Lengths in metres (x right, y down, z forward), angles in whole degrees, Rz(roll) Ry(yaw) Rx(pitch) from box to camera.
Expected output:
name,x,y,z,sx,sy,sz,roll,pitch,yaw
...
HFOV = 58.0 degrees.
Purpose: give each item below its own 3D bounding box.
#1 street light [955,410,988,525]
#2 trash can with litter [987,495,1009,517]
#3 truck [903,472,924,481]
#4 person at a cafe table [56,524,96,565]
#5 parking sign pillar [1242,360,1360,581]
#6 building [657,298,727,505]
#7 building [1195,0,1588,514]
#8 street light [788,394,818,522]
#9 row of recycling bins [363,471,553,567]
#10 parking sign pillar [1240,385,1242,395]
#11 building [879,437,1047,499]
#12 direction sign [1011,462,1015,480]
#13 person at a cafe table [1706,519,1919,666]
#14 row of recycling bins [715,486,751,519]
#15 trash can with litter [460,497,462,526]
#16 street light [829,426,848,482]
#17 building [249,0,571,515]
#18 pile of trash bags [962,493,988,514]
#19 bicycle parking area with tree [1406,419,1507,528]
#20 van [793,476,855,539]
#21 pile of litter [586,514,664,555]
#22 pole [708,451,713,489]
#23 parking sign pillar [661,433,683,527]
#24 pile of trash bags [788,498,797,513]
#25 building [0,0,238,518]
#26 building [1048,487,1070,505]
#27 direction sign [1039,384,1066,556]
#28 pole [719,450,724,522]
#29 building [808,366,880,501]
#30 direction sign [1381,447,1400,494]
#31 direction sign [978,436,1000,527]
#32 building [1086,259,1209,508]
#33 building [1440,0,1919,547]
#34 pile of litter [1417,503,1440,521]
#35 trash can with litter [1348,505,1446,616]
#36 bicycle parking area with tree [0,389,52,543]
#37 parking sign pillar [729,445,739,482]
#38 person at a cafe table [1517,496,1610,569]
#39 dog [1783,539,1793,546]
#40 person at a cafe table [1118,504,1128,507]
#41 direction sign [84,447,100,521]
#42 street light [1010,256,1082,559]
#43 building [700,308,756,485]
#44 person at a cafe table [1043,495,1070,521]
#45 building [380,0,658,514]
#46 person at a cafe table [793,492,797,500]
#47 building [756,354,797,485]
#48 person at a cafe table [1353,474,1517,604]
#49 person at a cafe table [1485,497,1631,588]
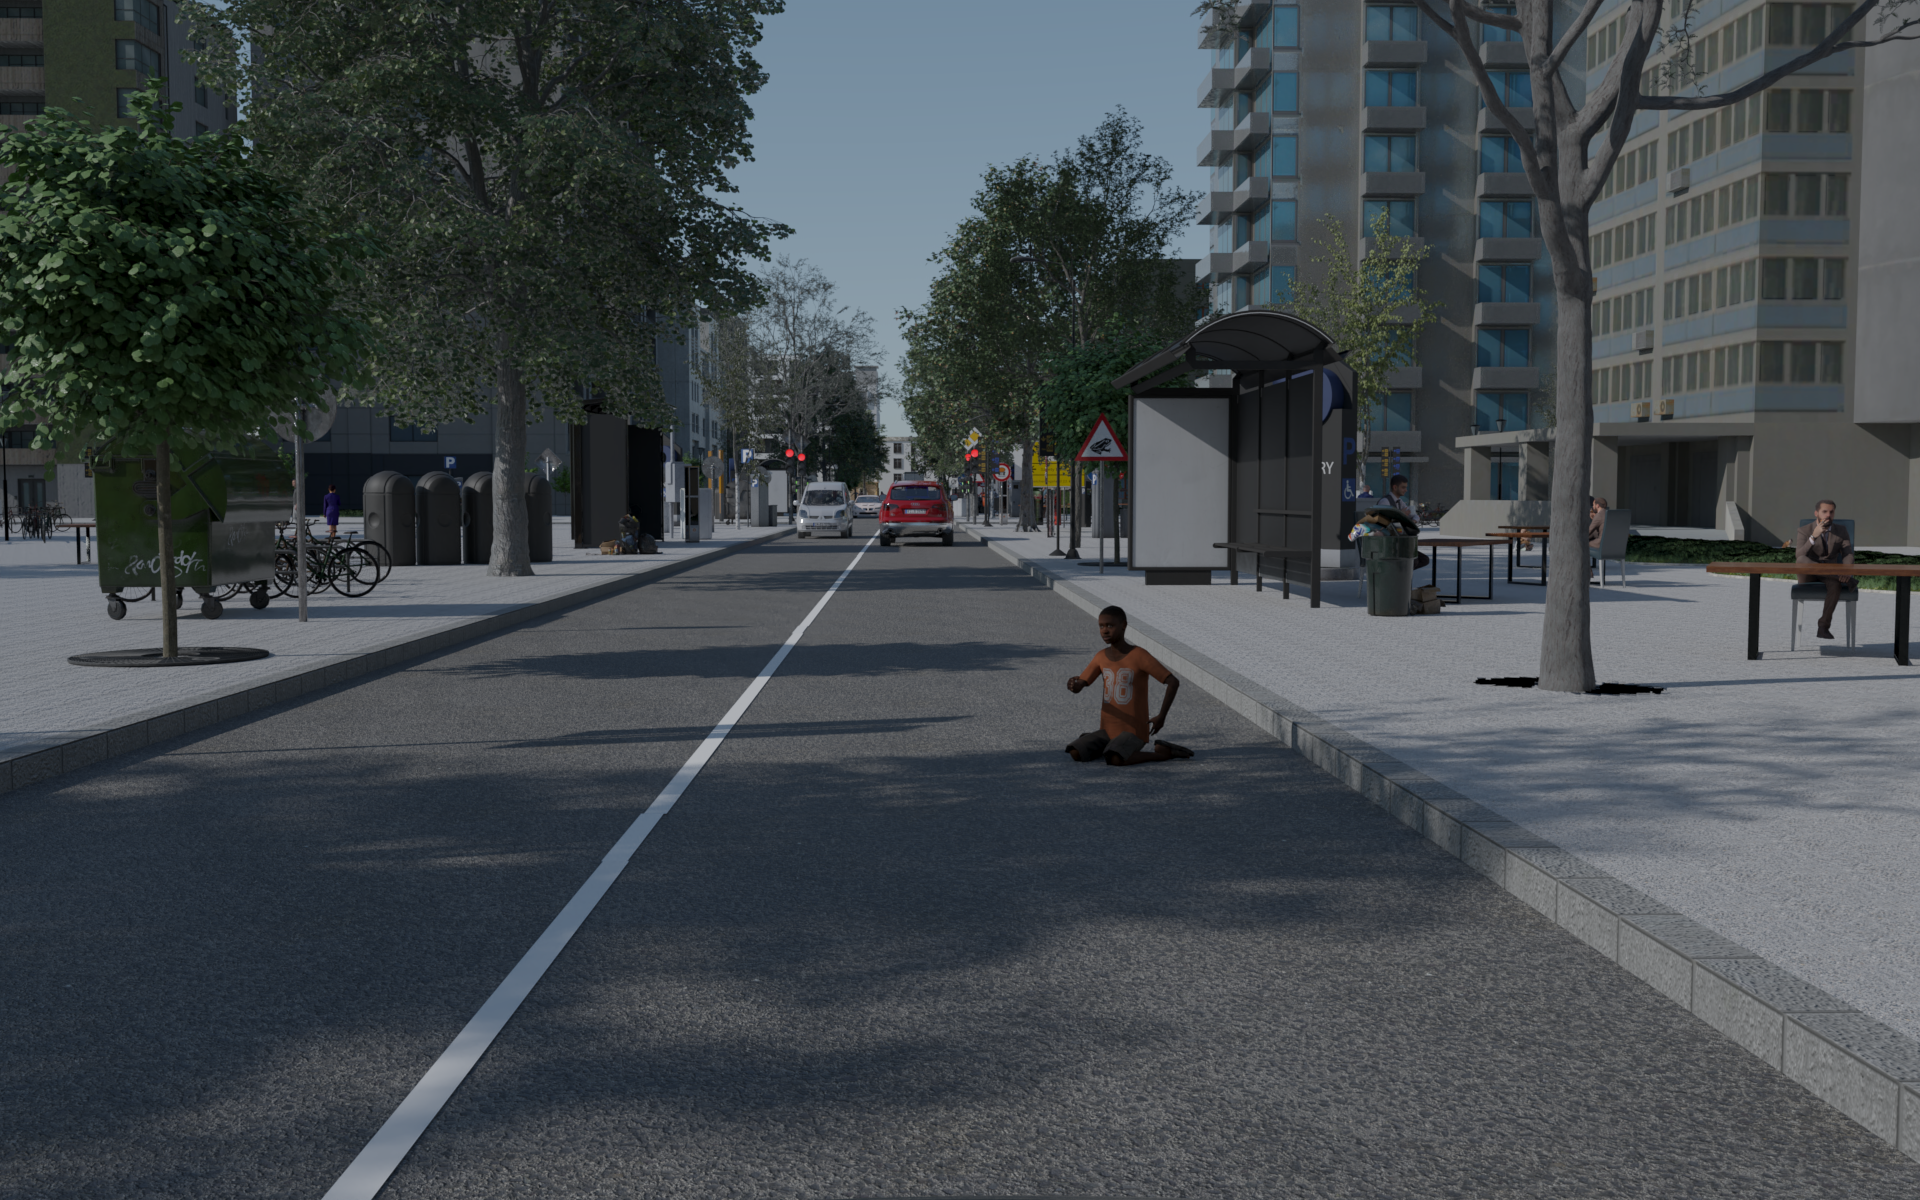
name,x,y,z,sx,sy,sz,roll,pitch,yaw
street light,0.532,-6.067,71.734,1.470,5.913,1.316,0,4,-2
trash can with litter,2.401,-5.360,98.694,2.233,1.210,1.678,-3,5,-41
truck,-6.013,-14.336,223.302,2.839,4.237,11.283,0,4,-3
person at a cafe table,-15.697,-1.452,32.254,1.698,1.524,1.622,-1,4,-14
parking sign pillar,5.330,-2.305,26.160,1.447,3.967,1.447,-3,5,-44
building,-33.075,-18.607,170.677,16.747,18.905,31.486,0,4,-2
building,29.474,-29.639,104.206,30.456,49.044,23.786,0,4,-2
street light,-7.250,-6.583,80.166,1.470,5.913,1.316,0,4,-2
row of recycling bins,-9.140,-1.511,31.818,3.534,1.692,1.069,-3,5,-41
parking sign pillar,5.792,-2.836,34.837,1.447,3.967,1.447,2,4,27
building,1.974,-19.323,258.084,28.070,9.664,9.099,0,4,-2
direction sign,3.514,-7.983,122.524,0.876,3.537,0.379,3,5,41
person at a cafe table,6.899,-0.178,13.773,1.698,1.238,1.726,2,4,26
row of recycling bins,-11.449,-5.039,89.497,1.069,1.692,3.534,2,4,26
trash can with litter,-19.542,-3.474,68.194,0.624,1.170,1.055,0,4,-1
street light,-8.338,-8.890,117.894,1.470,5.913,1.316,0,4,-2
building,-31.991,-41.220,112.196,20.563,71.187,20.611,0,4,-2
pile of trash bags,1.183,-6.340,113.418,1.912,1.369,3.447,-1,4,-22
bicycle parking area with tree,21.164,-5.018,69.045,9.016,4.147,8.231,1,4,19
van,-4.437,-3.063,57.096,2.013,2.044,4.112,0,4,-1
pile of litter,-7.149,-1.398,36.817,1.719,0.858,1.176,-1,4,-16
pole,-11.848,-5.411,82.308,0.158,3.312,0.155,0,3,0
parking sign pillar,-11.679,-4.921,68.937,1.447,3.967,1.447,2,4,28
pile of trash bags,-11.057,-6.443,115.094,3.447,1.369,1.912,3,4,36
building,-50.430,-19.986,98.475,14.107,30.474,14.160,0,4,-2
building,19.833,-20.567,202.722,16.747,18.905,31.486,0,4,-2
direction sign,2.038,-2.686,35.921,0.876,3.537,0.379,-2,4,-24
pole,-11.076,-5.292,80.367,0.158,3.312,0.155,0,3,0
building,-17.858,-24.751,261.092,11.380,20.091,16.016,0,4,-2
direction sign,20.599,-5.560,82.901,0.876,3.537,0.379,1,4,16
direction sign,1.121,-4.646,67.958,0.876,3.537,0.379,1,4,13
building,25.347,-18.173,142.171,27.650,21.520,28.899,0,4,-2
building,31.355,-21.699,46.667,32.217,40.220,23.993,0,4,-2
pile of litter,22.185,-4.178,82.276,1.176,0.858,1.719,0,4,-8
trash can with litter,4.677,-0.431,18.441,1.055,1.170,0.624,-3,5,-41
bicycle parking area with tree,-23.767,-3.753,48.369,8.231,4.147,9.016,-1,4,-15
parking sign pillar,-12.277,-6.468,94.220,1.447,3.967,1.447,-1,4,-9
person at a cafe table,10.502,-1.307,29.890,1.698,1.524,1.622,-1,4,-18
dog,16.253,-0.994,33.993,0.550,0.427,0.748,3,4,38
person at a cafe table,10.001,-5.417,99.432,1.726,1.238,1.698,-2,4,-34
direction sign,-41.395,-5.559,82.894,0.876,3.537,0.379,-3,4,-37
street light,1.683,-3.759,34.009,1.470,5.913,1.316,0,4,-2
building,-41.925,-21.996,203.600,32.646,21.610,27.936,0,4,-2
person at a cafe table,4.276,-4.468,83.920,1.726,1.238,1.698,3,4,37
building,-33.524,-42.964,140.720,20.563,71.187,20.611,0,4,-2
person at a cafe table,-13.932,-8.540,148.147,1.698,1.524,1.622,1,4,11
building,-40.045,-25.844,266.529,32.646,21.610,27.936,0,4,-2
person at a cafe table,5.602,-0.764,21.003,1.622,1.524,1.698,3,4,37
person at a cafe table,8.621,-0.822,24.293,1.698,1.238,1.726,-1,4,-21
